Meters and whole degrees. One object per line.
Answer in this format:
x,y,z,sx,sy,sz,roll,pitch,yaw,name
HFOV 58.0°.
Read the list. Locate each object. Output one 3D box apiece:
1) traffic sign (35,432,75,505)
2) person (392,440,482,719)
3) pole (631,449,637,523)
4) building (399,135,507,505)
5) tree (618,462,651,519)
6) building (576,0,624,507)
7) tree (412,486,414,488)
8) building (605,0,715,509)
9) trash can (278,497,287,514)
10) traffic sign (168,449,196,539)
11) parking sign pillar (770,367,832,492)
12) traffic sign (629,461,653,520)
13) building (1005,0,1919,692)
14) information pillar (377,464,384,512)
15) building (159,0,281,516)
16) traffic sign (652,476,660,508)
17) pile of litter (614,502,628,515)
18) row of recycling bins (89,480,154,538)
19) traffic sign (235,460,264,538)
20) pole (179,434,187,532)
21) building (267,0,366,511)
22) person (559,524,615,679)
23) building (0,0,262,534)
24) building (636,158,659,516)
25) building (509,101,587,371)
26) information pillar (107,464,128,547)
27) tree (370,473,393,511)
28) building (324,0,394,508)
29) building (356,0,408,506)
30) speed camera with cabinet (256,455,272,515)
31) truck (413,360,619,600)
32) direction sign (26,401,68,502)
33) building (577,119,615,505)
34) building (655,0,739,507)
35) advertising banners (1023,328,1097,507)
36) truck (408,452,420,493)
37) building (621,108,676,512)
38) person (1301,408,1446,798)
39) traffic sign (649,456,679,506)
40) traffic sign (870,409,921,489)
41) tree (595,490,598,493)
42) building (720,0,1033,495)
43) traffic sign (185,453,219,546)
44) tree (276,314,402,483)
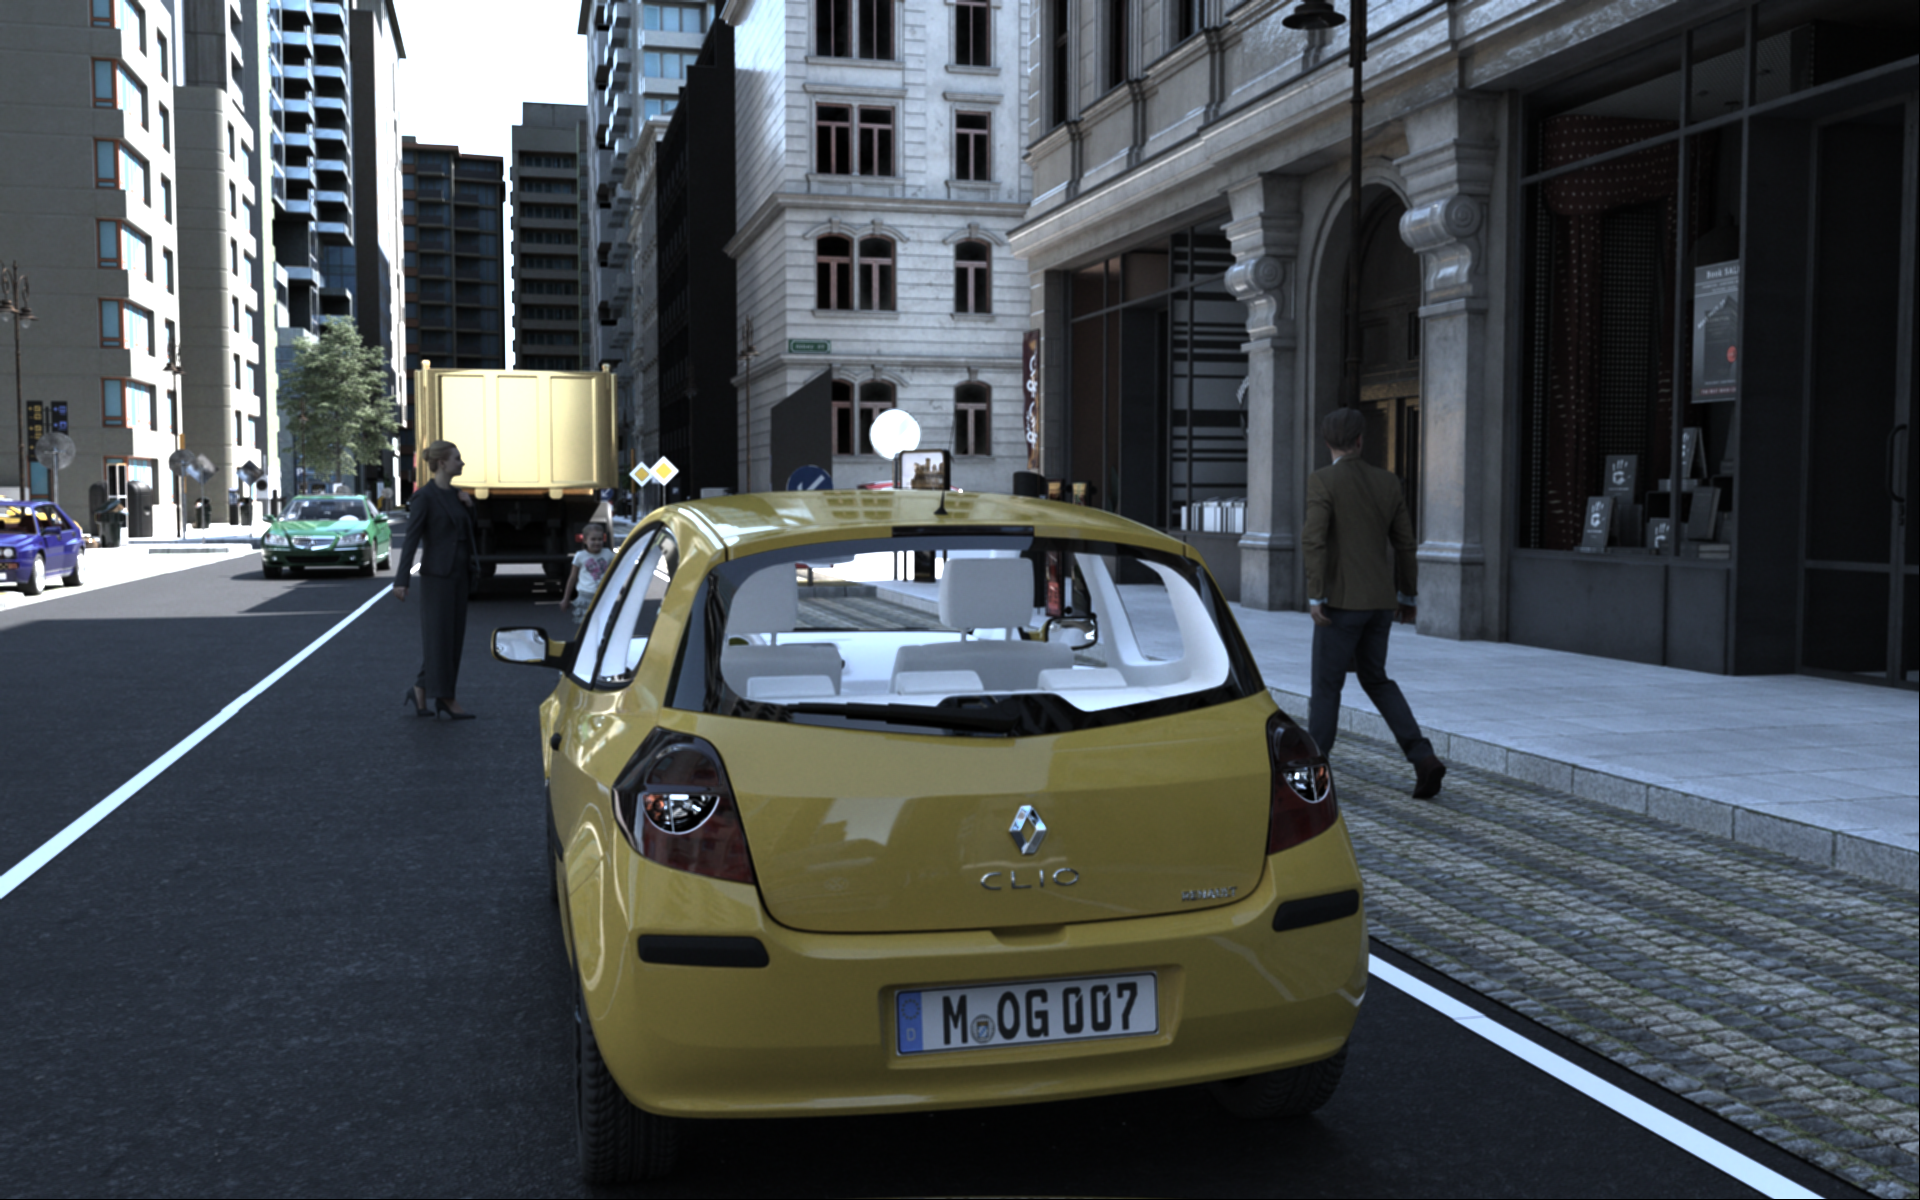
-18.601,-2.173,35.634,0.768,2.556,0.104,-1,4,-13,traffic sign
-3.350,-0.130,11.050,0.534,1.772,0.576,0,4,-2,person
-14.638,-5.128,77.685,0.158,3.312,0.155,0,3,0,pole
-70.480,-34.166,213.231,28.867,44.769,22.147,-1,4,-14,building
-16.987,-5.873,90.628,1.663,3.219,1.824,0,3,0,tree
-23.163,-35.801,174.578,28.713,52.752,27.495,-1,4,-14,building
-57.336,-11.612,184.463,1.663,3.219,1.824,0,3,0,tree
-18.038,-32.204,146.143,23.786,49.044,30.456,-1,4,-14,building
-36.116,-4.915,92.006,0.748,1.137,0.748,0,3,0,trash can
-22.124,-3.010,49.313,0.768,2.556,0.104,-1,4,-9,traffic sign
-3.395,-2.968,36.994,1.447,3.967,1.447,-1,4,-10,parking sign pillar
-9.766,-3.031,53.199,0.795,2.450,0.064,-1,4,-14,traffic sign
5.628,-10.756,26.770,10.553,20.767,40.483,-1,4,-14,building
-41.056,-8.032,122.676,0.504,3.616,0.183,-3,5,-44,information pillar
-46.047,-25.156,94.895,14.154,41.232,14.086,-1,4,-14,building
-11.948,-4.079,68.821,0.606,2.300,0.079,-1,4,-13,traffic sign
-20.622,-5.564,104.930,1.719,0.858,1.176,1,4,18,pile of litter
-24.994,-2.714,51.494,1.069,1.692,3.534,-3,5,-43,row of recycling bins
-20.659,-2.861,50.416,0.795,2.450,0.064,-1,4,-14,traffic sign
-26.251,-3.955,58.513,0.158,3.312,0.155,0,3,0,pole
-57.815,-50.172,132.978,22.319,86.520,31.000,-1,4,-14,building
-2.751,0.028,13.063,0.505,1.210,0.382,-3,4,-36,person
-43.377,-13.473,65.315,27.650,21.520,28.899,-1,4,-14,building
-12.272,-15.093,95.929,9.793,20.994,18.267,-1,4,-14,building
-45.661,-36.420,219.167,21.600,48.544,21.300,-1,4,-14,building
-20.450,-2.297,42.049,0.304,2.012,0.304,1,4,16,information pillar
-45.277,-8.621,135.553,1.663,3.219,1.824,0,3,0,tree
-59.491,-31.009,157.100,14.600,45.320,14.200,-1,4,-14,building
-71.356,-35.971,177.358,27.495,52.752,28.713,-1,4,-14,building
-36.053,-5.725,87.935,2.038,3.252,0.660,0,4,-3,speed camera with cabinet
-6.928,-1.908,27.115,3.469,3.379,9.791,-1,4,-14,truck
-22.189,-3.070,42.191,0.876,3.537,0.379,-2,4,-25,direction sign
-35.459,-31.200,193.706,14.154,41.232,14.086,-1,4,-14,building
-7.021,-15.275,79.419,12.332,23.373,15.834,-1,4,-14,building
0.995,-1.326,17.874,0.090,3.025,2.074,-1,4,-17,advertising banners
-29.686,-6.719,98.763,2.839,4.237,11.283,-1,4,-14,truck
-15.014,-20.138,116.650,14.401,28.519,23.554,-1,4,-14,building
1.895,0.016,8.146,0.836,1.842,0.656,2,4,31,person
-7.768,-2.558,45.467,0.795,2.450,0.064,-1,4,-14,traffic sign
-0.966,-1.579,25.918,0.768,2.556,0.104,0,4,-7,traffic sign
-29.166,-8.713,137.052,1.663,3.219,1.824,0,3,0,tree
3.605,-16.887,63.491,23.554,28.519,14.401,-1,4,-14,building
-18.661,-2.388,42.684,0.795,2.450,0.064,-1,4,-14,traffic sign
-39.266,-11.691,109.268,7.486,12.596,7.792,0,3,0,tree
